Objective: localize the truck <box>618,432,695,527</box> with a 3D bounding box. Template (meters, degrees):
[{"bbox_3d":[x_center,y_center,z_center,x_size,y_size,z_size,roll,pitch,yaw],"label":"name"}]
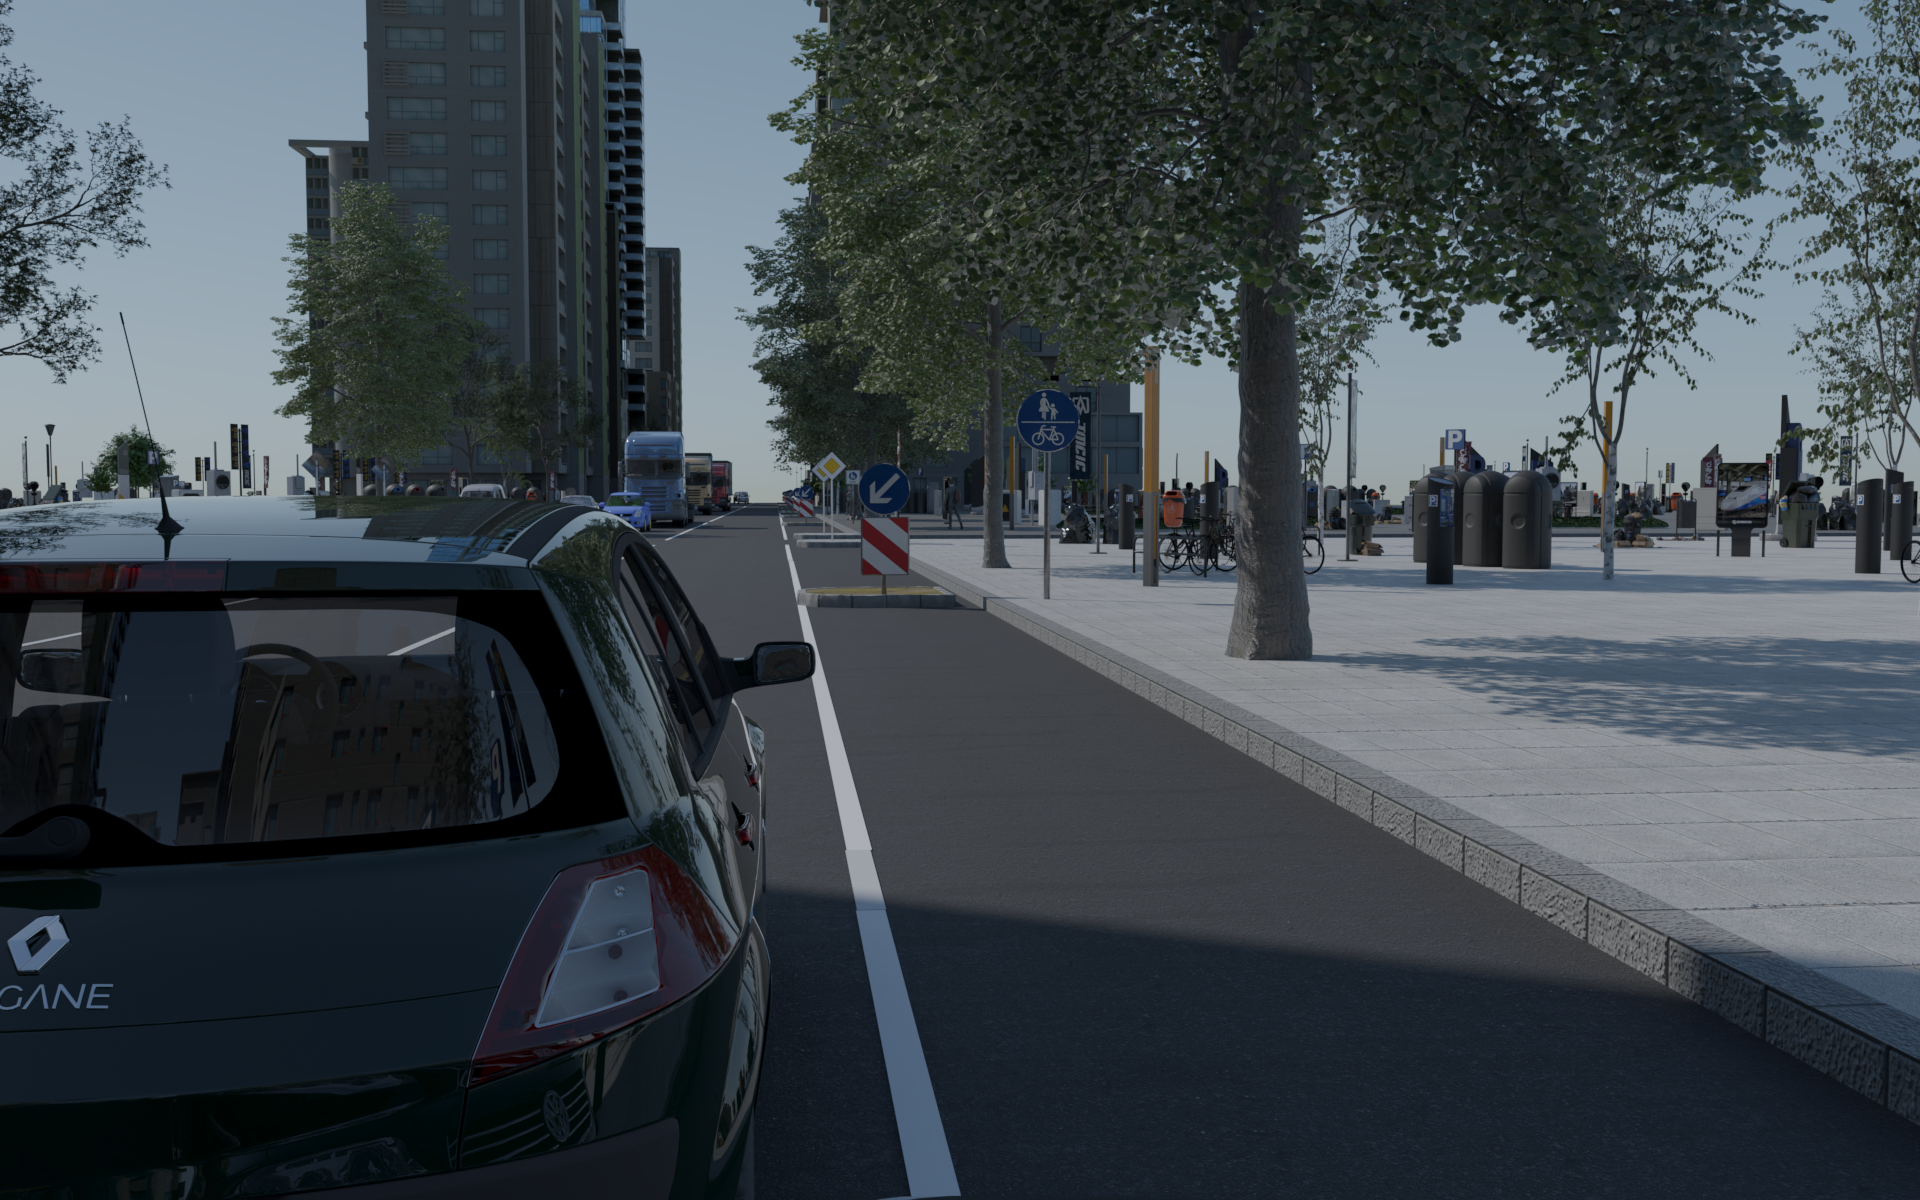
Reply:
[{"bbox_3d":[-13.836,-5.560,80.664,2.967,4.110,18.799,0,4,-7],"label":"truck"}]

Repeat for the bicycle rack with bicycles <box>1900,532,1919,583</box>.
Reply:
[{"bbox_3d":[14.726,-0.629,23.670,2.852,0.926,2.925,0,4,1],"label":"bicycle rack with bicycles"}]

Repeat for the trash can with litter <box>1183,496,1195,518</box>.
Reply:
[{"bbox_3d":[15.003,-5.844,106.601,1.678,1.210,2.233,2,4,33],"label":"trash can with litter"}]

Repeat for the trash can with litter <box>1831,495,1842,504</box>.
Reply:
[{"bbox_3d":[60.681,-6.571,118.498,2.233,1.210,1.678,1,4,20],"label":"trash can with litter"}]

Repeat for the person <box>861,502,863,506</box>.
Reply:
[{"bbox_3d":[-6.504,-6.998,120.583,0.709,1.813,0.853,-2,4,-33],"label":"person"}]

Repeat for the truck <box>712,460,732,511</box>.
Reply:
[{"bbox_3d":[-20.711,-9.627,146.306,2.839,4.237,11.283,0,4,-5],"label":"truck"}]

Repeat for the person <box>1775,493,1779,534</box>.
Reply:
[{"bbox_3d":[26.794,-2.892,56.328,0.362,1.759,0.519,-1,4,-22],"label":"person"}]

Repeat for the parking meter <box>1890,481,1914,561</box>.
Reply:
[{"bbox_3d":[18.246,-1.537,33.545,0.372,1.533,0.369,0,3,0],"label":"parking meter"}]

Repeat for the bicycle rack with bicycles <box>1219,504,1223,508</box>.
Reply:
[{"bbox_3d":[12.592,-4.551,87.789,2.925,0.926,2.852,3,5,43],"label":"bicycle rack with bicycles"}]

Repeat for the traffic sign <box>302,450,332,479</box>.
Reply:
[{"bbox_3d":[-17.110,-2.685,46.085,0.795,2.593,0.064,0,4,-6],"label":"traffic sign"}]

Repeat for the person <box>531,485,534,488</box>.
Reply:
[{"bbox_3d":[-27.280,-6.377,110.164,0.748,1.841,0.638,1,4,10],"label":"person"}]

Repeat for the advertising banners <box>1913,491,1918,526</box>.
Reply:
[{"bbox_3d":[39.328,-4.519,70.067,2.074,3.025,0.090,2,4,30],"label":"advertising banners"}]

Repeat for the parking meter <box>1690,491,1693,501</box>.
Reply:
[{"bbox_3d":[53.306,-7.191,125.979,0.372,1.533,0.369,0,3,0],"label":"parking meter"}]

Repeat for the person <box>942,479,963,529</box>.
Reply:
[{"bbox_3d":[-0.259,-3.502,63.270,0.622,1.834,0.822,-2,4,-29],"label":"person"}]

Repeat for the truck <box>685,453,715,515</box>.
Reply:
[{"bbox_3d":[-18.337,-7.994,119.619,2.839,4.237,11.283,0,4,-8],"label":"truck"}]

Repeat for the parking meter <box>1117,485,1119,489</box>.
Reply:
[{"bbox_3d":[9.222,-5.759,99.872,0.399,1.863,0.255,-3,5,-44],"label":"parking meter"}]

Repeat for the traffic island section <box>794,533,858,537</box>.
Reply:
[{"bbox_3d":[-4.315,-2.034,55.538,2.009,0.180,2.903,0,4,-6],"label":"traffic island section"}]

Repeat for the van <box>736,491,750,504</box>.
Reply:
[{"bbox_3d":[-31.361,-14.896,250.565,2.013,2.044,4.112,0,4,-8],"label":"van"}]

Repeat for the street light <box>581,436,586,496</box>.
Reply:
[{"bbox_3d":[-28.190,-9.622,130.105,0.468,5.910,1.993,0,4,-6],"label":"street light"}]

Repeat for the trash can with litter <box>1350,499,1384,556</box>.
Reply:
[{"bbox_3d":[8.549,-1.521,36.250,0.624,1.170,1.055,-1,4,-16],"label":"trash can with litter"}]

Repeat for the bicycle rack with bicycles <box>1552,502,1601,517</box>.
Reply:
[{"bbox_3d":[39.568,-5.934,110.409,2.925,0.926,2.852,0,4,5],"label":"bicycle rack with bicycles"}]

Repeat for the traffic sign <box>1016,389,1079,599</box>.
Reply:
[{"bbox_3d":[1.060,-1.281,21.043,0.768,2.556,0.104,0,4,-6],"label":"traffic sign"}]

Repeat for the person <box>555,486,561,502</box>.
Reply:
[{"bbox_3d":[-29.434,-7.406,126.980,0.795,1.843,0.661,-2,4,-30],"label":"person"}]

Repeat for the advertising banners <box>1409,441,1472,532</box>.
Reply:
[{"bbox_3d":[16.040,-3.770,57.828,2.074,3.025,0.090,2,4,34],"label":"advertising banners"}]

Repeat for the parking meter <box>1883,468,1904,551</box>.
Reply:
[{"bbox_3d":[21.066,-2.038,39.039,0.399,1.863,0.255,2,4,24],"label":"parking meter"}]

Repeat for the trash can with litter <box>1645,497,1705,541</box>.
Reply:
[{"bbox_3d":[19.606,-2.247,47.793,2.233,1.210,1.678,0,4,4],"label":"trash can with litter"}]

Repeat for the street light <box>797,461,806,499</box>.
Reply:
[{"bbox_3d":[-22.529,-16.690,245.665,0.468,5.910,1.993,0,4,-6],"label":"street light"}]

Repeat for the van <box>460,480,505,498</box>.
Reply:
[{"bbox_3d":[-19.463,-3.871,70.297,2.013,2.044,4.112,0,4,-6],"label":"van"}]

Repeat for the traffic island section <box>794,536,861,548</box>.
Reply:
[{"bbox_3d":[-3.468,-1.548,47.598,2.009,0.180,2.903,0,4,-6],"label":"traffic island section"}]

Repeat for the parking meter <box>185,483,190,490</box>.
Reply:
[{"bbox_3d":[-42.102,-5.418,94.294,0.255,1.863,0.399,-3,4,-37],"label":"parking meter"}]

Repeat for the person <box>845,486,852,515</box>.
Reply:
[{"bbox_3d":[-6.766,-6.062,105.332,0.526,1.800,0.537,-1,4,-20],"label":"person"}]

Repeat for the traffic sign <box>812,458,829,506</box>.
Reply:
[{"bbox_3d":[-4.338,-3.258,55.453,0.795,2.593,0.064,0,4,-6],"label":"traffic sign"}]

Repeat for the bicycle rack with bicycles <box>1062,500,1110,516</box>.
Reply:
[{"bbox_3d":[7.310,-5.464,102.714,2.925,0.926,2.852,2,4,31],"label":"bicycle rack with bicycles"}]

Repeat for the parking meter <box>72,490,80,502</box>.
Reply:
[{"bbox_3d":[-50.698,-5.562,99.356,0.372,1.533,0.369,0,3,0],"label":"parking meter"}]

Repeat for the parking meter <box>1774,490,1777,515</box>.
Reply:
[{"bbox_3d":[50.102,-5.979,106.175,0.372,1.533,0.369,0,3,0],"label":"parking meter"}]

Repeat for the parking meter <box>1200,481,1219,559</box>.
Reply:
[{"bbox_3d":[4.940,-1.583,34.294,0.372,1.533,0.369,0,3,0],"label":"parking meter"}]

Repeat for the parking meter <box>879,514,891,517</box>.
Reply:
[{"bbox_3d":[-2.617,-3.318,59.954,0.399,1.863,0.255,-1,4,-18],"label":"parking meter"}]

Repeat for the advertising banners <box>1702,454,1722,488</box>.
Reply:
[{"bbox_3d":[36.150,-5.237,81.813,2.074,3.025,0.090,1,4,16],"label":"advertising banners"}]

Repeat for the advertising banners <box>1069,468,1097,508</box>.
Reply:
[{"bbox_3d":[8.382,-7.354,116.419,2.074,3.025,0.090,0,4,0],"label":"advertising banners"}]

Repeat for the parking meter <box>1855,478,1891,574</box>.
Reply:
[{"bbox_3d":[14.676,-1.195,27.956,0.372,1.533,0.369,0,3,0],"label":"parking meter"}]

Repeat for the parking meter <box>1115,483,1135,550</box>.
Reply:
[{"bbox_3d":[3.861,-1.936,40.060,0.372,1.533,0.369,0,3,0],"label":"parking meter"}]

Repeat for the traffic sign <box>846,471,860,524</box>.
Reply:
[{"bbox_3d":[-4.605,-4.435,74.635,0.606,2.300,0.079,0,4,3],"label":"traffic sign"}]

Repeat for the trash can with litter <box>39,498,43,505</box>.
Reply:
[{"bbox_3d":[-43.862,-4.365,82.757,1.055,1.170,0.624,2,4,31],"label":"trash can with litter"}]

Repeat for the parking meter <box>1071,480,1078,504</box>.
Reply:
[{"bbox_3d":[4.925,-4.206,74.478,0.255,1.863,0.399,0,4,6],"label":"parking meter"}]

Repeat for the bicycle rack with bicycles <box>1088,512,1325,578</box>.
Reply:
[{"bbox_3d":[4.066,-0.896,28.024,2.852,0.926,2.925,-2,4,-31],"label":"bicycle rack with bicycles"}]

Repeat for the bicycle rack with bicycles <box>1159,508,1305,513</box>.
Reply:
[{"bbox_3d":[6.073,-1.390,36.109,2.852,0.926,2.925,3,5,42],"label":"bicycle rack with bicycles"}]

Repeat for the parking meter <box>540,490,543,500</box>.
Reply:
[{"bbox_3d":[-28.612,-6.705,118.043,0.372,1.533,0.369,0,3,0],"label":"parking meter"}]

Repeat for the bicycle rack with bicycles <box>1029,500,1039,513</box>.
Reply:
[{"bbox_3d":[5.542,-6.456,118.933,2.925,0.926,2.852,-3,5,-45],"label":"bicycle rack with bicycles"}]

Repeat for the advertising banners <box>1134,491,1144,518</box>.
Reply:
[{"bbox_3d":[8.973,-5.486,85.888,2.074,3.025,0.090,-3,5,-45],"label":"advertising banners"}]

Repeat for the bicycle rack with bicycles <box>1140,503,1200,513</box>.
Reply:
[{"bbox_3d":[8.764,-3.605,72.331,2.852,0.926,2.925,0,4,0],"label":"bicycle rack with bicycles"}]

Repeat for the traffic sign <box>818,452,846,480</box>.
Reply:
[{"bbox_3d":[-3.491,-2.772,47.512,0.795,2.593,0.064,0,4,-6],"label":"traffic sign"}]

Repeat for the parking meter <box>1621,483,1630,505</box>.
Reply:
[{"bbox_3d":[35.357,-5.278,91.998,0.399,1.863,0.255,0,4,-6],"label":"parking meter"}]

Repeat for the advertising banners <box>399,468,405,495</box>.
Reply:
[{"bbox_3d":[-35.344,-7.052,111.494,0.090,3.025,2.074,2,4,34],"label":"advertising banners"}]

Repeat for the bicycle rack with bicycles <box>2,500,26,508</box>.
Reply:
[{"bbox_3d":[-54.490,-5.218,98.691,2.852,0.926,2.925,-2,4,-23],"label":"bicycle rack with bicycles"}]

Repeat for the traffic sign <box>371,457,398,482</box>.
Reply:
[{"bbox_3d":[-17.957,-3.170,54.025,0.795,2.593,0.064,0,4,-6],"label":"traffic sign"}]

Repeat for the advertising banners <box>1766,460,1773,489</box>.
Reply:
[{"bbox_3d":[41.233,-5.709,89.522,0.090,3.025,2.074,-1,4,-15],"label":"advertising banners"}]

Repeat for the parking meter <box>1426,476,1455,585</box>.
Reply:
[{"bbox_3d":[6.834,-0.992,24.633,0.372,1.533,0.369,0,3,0],"label":"parking meter"}]

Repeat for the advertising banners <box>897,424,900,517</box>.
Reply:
[{"bbox_3d":[-1.581,-2.948,44.395,0.090,3.025,2.074,0,4,-2],"label":"advertising banners"}]

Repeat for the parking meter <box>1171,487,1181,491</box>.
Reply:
[{"bbox_3d":[8.160,-3.491,65.483,0.372,1.533,0.369,0,3,0],"label":"parking meter"}]

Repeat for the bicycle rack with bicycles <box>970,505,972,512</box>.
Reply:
[{"bbox_3d":[2.443,-6.516,119.922,2.925,0.926,2.852,1,4,22],"label":"bicycle rack with bicycles"}]
